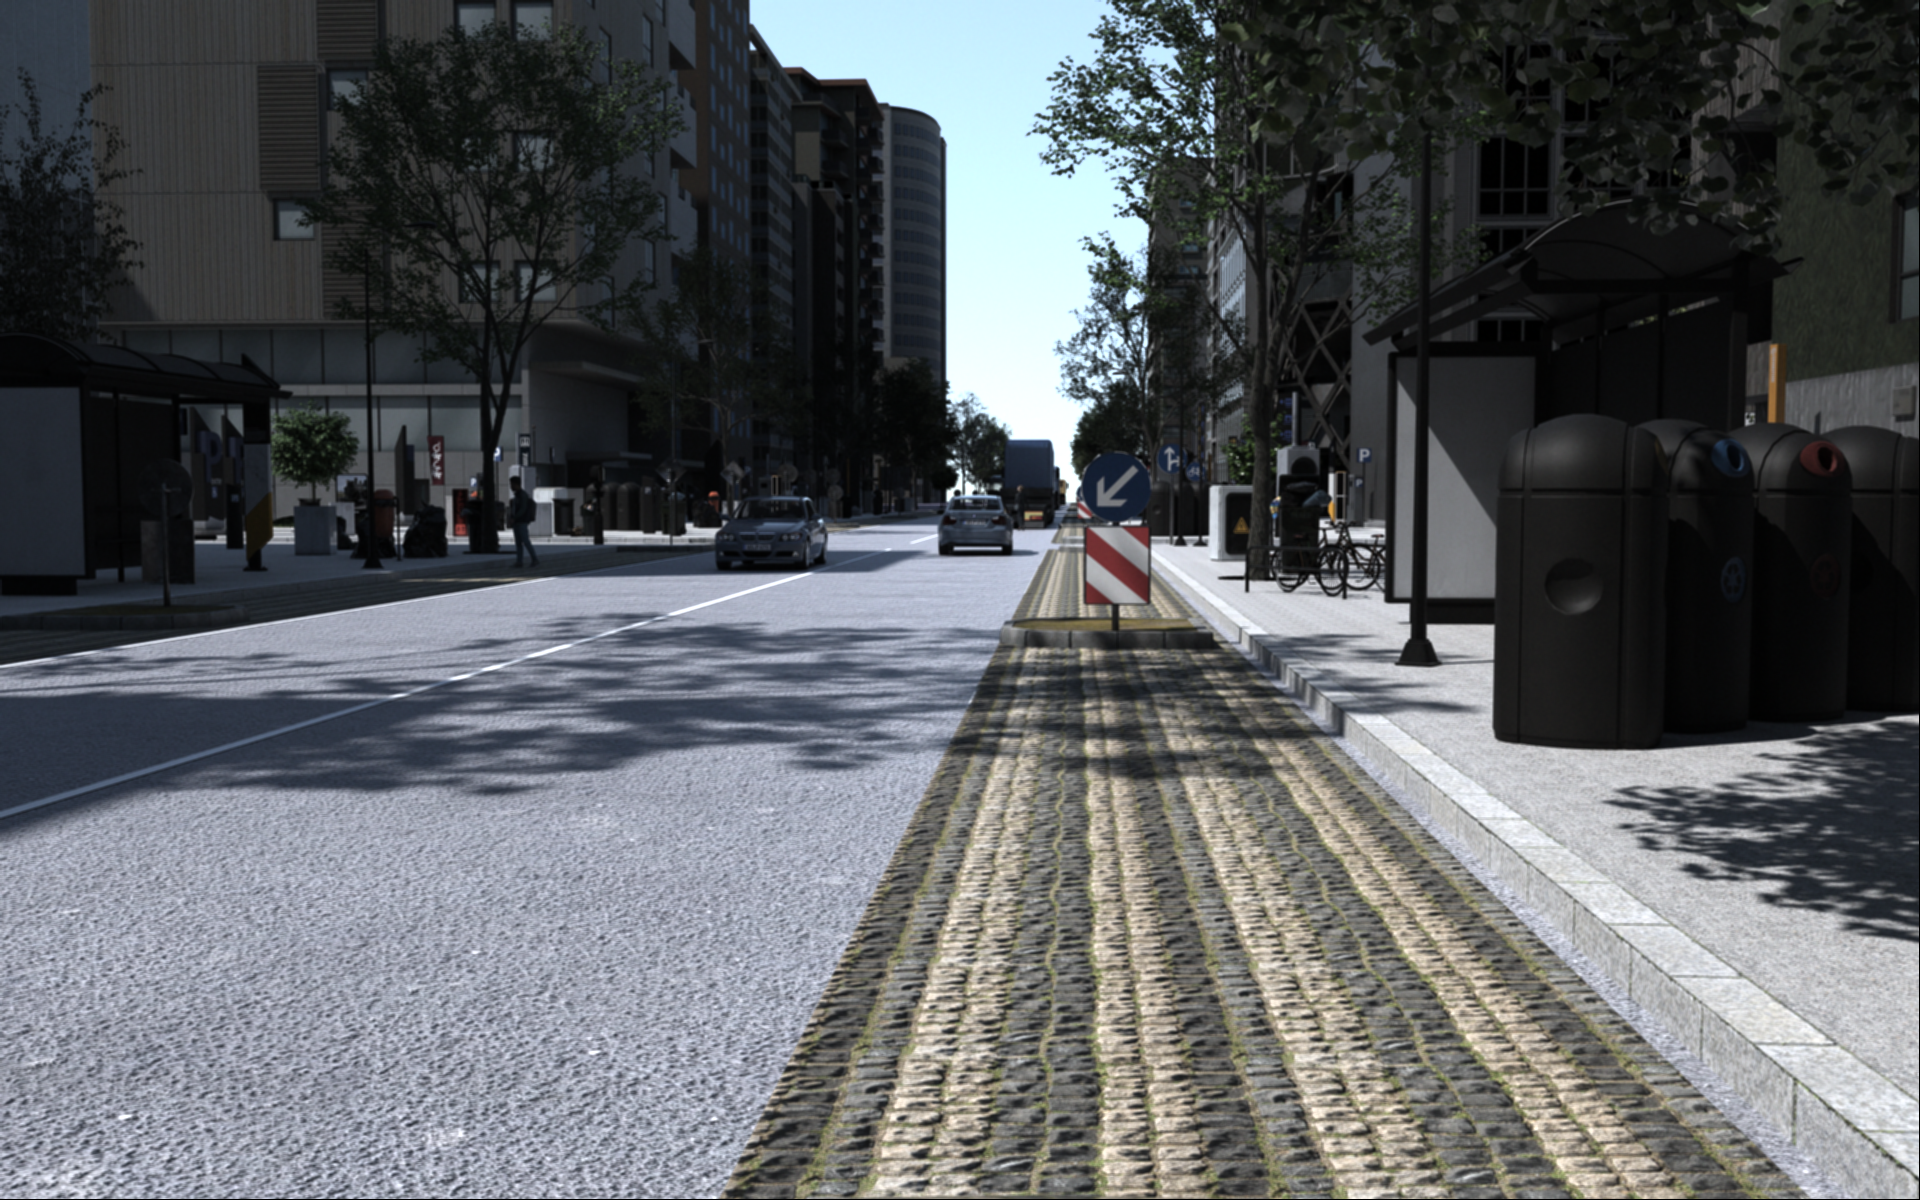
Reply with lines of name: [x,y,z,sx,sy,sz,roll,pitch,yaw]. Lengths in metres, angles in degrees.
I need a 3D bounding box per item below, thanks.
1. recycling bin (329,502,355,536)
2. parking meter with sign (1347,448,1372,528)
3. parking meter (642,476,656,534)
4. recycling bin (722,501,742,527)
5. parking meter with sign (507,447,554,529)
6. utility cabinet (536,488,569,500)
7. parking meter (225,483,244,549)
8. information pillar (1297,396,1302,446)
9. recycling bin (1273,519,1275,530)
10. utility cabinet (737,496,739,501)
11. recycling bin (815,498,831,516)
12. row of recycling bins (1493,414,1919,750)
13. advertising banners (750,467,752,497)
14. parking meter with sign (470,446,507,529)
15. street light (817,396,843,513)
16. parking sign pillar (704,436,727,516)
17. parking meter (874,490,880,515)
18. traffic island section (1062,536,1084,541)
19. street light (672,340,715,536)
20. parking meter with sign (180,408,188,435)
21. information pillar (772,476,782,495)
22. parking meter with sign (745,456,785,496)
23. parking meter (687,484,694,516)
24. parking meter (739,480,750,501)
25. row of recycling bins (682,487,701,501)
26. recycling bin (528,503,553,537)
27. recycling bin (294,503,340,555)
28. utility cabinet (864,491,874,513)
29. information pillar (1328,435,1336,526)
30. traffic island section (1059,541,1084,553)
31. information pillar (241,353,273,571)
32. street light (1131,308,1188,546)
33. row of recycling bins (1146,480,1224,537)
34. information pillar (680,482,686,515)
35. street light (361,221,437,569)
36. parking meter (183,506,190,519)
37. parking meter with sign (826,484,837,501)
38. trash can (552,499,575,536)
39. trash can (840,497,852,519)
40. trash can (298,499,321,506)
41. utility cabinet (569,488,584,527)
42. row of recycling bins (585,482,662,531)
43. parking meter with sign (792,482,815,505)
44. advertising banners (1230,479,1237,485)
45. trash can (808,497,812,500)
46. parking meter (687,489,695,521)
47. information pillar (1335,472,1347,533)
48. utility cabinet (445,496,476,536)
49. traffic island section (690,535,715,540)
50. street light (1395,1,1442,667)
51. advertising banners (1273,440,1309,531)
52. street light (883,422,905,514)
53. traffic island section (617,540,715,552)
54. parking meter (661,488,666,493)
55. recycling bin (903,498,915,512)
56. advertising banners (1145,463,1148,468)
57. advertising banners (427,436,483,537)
recycling bin: [-18.882,-2.468,52.906,0.722,1.027,0.722,-1,4,-20]
parking meter with sign: [15.240,-4.294,66.474,0.543,3.016,1.738,0,4,-4]
parking meter: [-10.035,-3.075,55.990,0.399,1.863,0.255,1,4,8]
recycling bin: [-8.355,-3.171,64.407,0.722,1.027,0.722,2,4,25]
parking meter with sign: [-15.939,-4.151,64.135,1.738,3.016,0.543,0,4,-7]
utility cabinet: [-13.872,-3.045,58.472,1.173,1.500,0.318,1,4,21]
parking meter: [-16.981,-1.965,40.532,0.372,1.533,0.369,0,3,0]
information pillar: [7.997,-3.065,41.470,0.183,3.616,0.504,-2,4,-24]
recycling bin: [11.193,-2.954,60.856,0.722,1.027,0.722,-1,4,-18]
utility cabinet: [-12.205,-5.291,97.665,0.306,1.237,1.020,1,4,22]
recycling bin: [-7.883,-5.331,99.718,0.722,1.027,0.722,-2,4,-28]
row of recycling bins: [4.306,-0.165,9.805,3.534,1.692,1.069,-2,4,-34]
advertising banners: [-13.623,-7.065,111.692,0.090,3.025,2.074,0,4,6]
parking meter with sign: [-17.420,-4.073,62.859,0.543,3.016,1.738,2,4,32]
street light: [-6.216,-6.698,82.055,1.470,5.913,1.316,0,4,4]
parking sign pillar: [-11.400,-5.653,80.899,1.447,3.967,1.447,-3,5,-42]
parking meter: [-5.046,-5.898,104.835,0.372,1.533,0.369,0,3,0]
traffic island section: [4.013,-1.764,51.119,2.009,0.180,2.903,0,4,4]
street light: [-8.092,-4.883,52.376,1.470,5.913,1.316,0,4,4]
parking meter with sign: [-16.305,-2.341,34.530,0.543,3.016,1.738,2,4,28]
information pillar: [-7.380,-4.005,69.971,0.304,2.012,0.304,3,5,41]
parking meter with sign: [-8.907,-5.082,79.359,1.738,3.016,0.543,0,4,-3]
parking meter: [-15.907,-5.910,102.342,0.399,1.863,0.255,2,4,26]
parking meter: [-8.810,-3.976,70.723,0.399,1.863,0.255,-2,4,-26]
row of recycling bins: [-17.273,-5.896,103.513,3.534,1.692,1.069,0,4,-5]
recycling bin: [-12.535,-2.392,51.669,0.722,1.027,0.722,-1,4,-12]
recycling bin: [-13.609,-1.470,36.585,0.722,1.027,0.722,0,4,-7]
utility cabinet: [-6.068,-6.544,115.667,0.318,1.500,1.173,-2,4,-32]
information pillar: [14.928,-4.776,69.440,0.183,3.616,0.504,-1,4,-13]
traffic island section: [3.481,-1.277,43.152,2.009,0.180,2.903,0,4,4]
information pillar: [-11.675,-2.288,28.760,0.504,3.616,0.183,1,4,16]
street light: [4.916,-4.293,42.728,1.470,5.913,1.316,0,4,4]
row of recycling bins: [7.064,-2.843,53.592,1.069,1.692,3.534,3,5,44]
information pillar: [-17.197,-6.301,107.515,0.304,2.012,0.304,0,4,8]
street light: [-9.603,-3.496,29.693,1.470,5.913,1.316,0,4,4]
parking meter: [-25.903,-3.019,57.774,0.372,1.533,0.369,0,3,0]
parking meter with sign: [-9.166,-7.972,126.603,0.543,3.016,1.738,3,4,38]
trash can: [-12.264,-2.566,53.608,0.748,1.137,0.748,0,3,0]
trash can: [-5.983,-4.847,90.900,0.748,1.137,0.748,0,3,0]
trash can: [-20.776,-2.673,55.364,0.748,1.137,0.748,0,3,0]
utility cabinet: [-14.963,-3.509,66.043,1.173,1.500,0.318,-2,4,-28]
row of recycling bins: [-11.819,-3.282,60.774,3.534,1.692,1.069,2,4,35]
parking meter with sign: [-10.115,-7.055,111.603,1.738,3.016,0.543,2,4,26]
advertising banners: [14.172,-5.483,85.831,2.074,3.025,0.090,3,5,44]
trash can: [-7.833,-4.644,87.578,0.748,1.137,0.748,0,3,0]
parking meter: [-12.758,-4.519,82.298,0.372,1.533,0.369,0,3,0]
information pillar: [12.507,-3.199,56.802,0.304,2.012,0.304,2,4,28]
utility cabinet: [-15.138,-2.532,52.566,1.020,1.237,0.306,2,4,32]
traffic island section: [-6.804,-1.808,51.844,2.009,0.180,2.903,0,4,4]
street light: [2.903,-2.467,12.876,1.470,5.913,1.316,0,4,4]
advertising banners: [10.418,-3.666,56.123,2.074,3.025,0.090,-2,4,-24]
street light: [-4.259,-8.513,111.728,1.470,5.913,1.316,0,4,4]
traffic island section: [-7.336,-1.321,43.876,2.009,0.180,2.903,0,4,4]
parking meter: [-11.599,-3.598,67.234,0.372,1.533,0.369,0,3,0]
recycling bin: [-3.699,-6.860,124.711,0.722,1.027,0.722,1,4,22]
advertising banners: [10.869,-6.149,96.715,2.074,3.025,0.090,-3,5,-39]
advertising banners: [-14.957,-3.409,51.921,2.074,3.025,0.090,0,4,6]
